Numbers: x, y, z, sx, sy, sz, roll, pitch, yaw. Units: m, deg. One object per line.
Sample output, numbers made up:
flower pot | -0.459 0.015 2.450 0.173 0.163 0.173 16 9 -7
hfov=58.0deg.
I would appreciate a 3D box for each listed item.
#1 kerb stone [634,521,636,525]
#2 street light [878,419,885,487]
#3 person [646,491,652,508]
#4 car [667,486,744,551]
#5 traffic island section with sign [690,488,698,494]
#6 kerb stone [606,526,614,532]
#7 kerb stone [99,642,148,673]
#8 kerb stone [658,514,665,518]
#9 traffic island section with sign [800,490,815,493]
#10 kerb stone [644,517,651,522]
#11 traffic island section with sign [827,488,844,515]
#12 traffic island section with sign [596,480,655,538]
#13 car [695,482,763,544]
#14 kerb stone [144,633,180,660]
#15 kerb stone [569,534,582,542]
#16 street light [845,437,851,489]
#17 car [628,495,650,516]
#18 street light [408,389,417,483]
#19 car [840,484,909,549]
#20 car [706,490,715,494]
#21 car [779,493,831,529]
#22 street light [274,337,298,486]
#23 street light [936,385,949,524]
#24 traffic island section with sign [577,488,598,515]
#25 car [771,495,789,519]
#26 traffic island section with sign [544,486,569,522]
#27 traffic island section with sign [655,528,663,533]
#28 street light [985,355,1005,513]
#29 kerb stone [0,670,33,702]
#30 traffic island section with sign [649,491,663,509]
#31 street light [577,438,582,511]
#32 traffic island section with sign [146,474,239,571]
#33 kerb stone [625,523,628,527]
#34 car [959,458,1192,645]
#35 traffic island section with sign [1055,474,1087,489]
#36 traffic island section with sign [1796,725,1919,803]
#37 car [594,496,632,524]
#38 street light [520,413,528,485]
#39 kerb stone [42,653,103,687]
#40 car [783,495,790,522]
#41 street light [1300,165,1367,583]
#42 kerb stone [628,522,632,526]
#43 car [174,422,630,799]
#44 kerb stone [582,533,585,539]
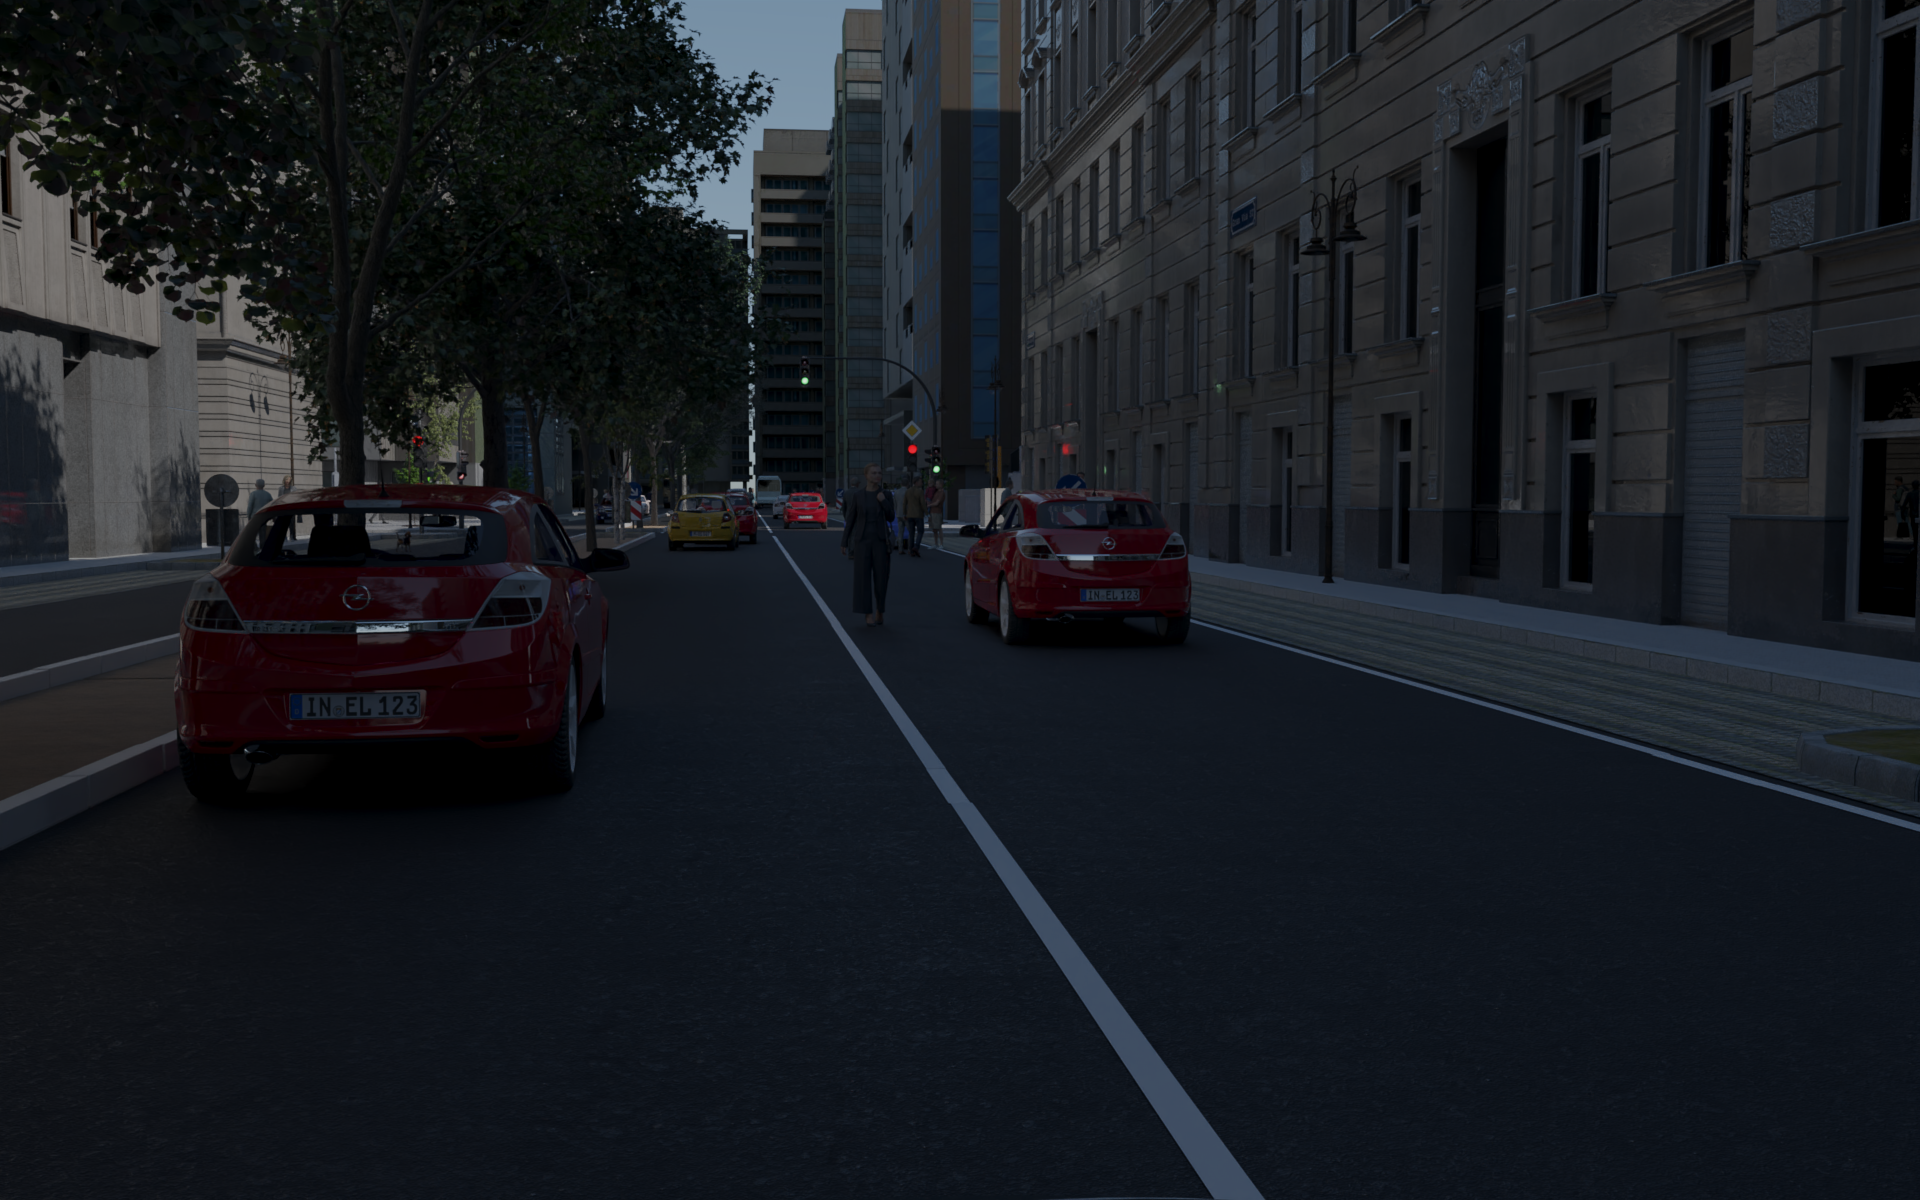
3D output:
kerb stone | -14.978 -3.466 78.889 0.120 0.150 1.000 0 4 -7
street light | -4.824 -8.190 106.689 0.468 5.910 1.993 0 4 -7
person | -30.821 -9.929 171.293 0.683 1.767 0.568 -1 4 -19
car | -6.672 -2.145 45.289 2.015 1.641 3.980 0 4 -5
traffic island section with sign | -21.391 -8.002 138.968 2.006 1.907 1.989 0 4 -7
kerb stone | -13.455 -2.720 66.669 0.120 0.150 1.000 0 4 -7
kerb stone | -6.932 0.487 14.235 0.120 0.150 1.000 0 4 -7
kerb stone | -18.521 -5.209 107.387 0.120 0.150 1.000 0 4 -7
traffic island section with sign | -14.526 -9.764 168.263 1.989 1.847 2.006 0 4 -7
kerb stone | -16.627 -4.277 92.129 0.120 0.150 1.000 0 4 -7
traffic island section with sign | -8.312 -6.707 118.294 1.989 1.847 2.006 0 4 -7
traffic island section with sign | -11.202 -2.992 57.051 2.006 1.907 1.989 0 4 -7
car | -6.883 -2.570 51.052 2.155 1.783 4.494 0 4 -7
kerb stone | -7.061 0.425 15.259 0.120 0.150 1.000 0 4 -7
kerb stone | -11.740 -1.878 52.895 0.120 0.150 1.000 0 4 -7
street light | -9.015 -10.240 140.213 0.468 5.910 1.993 0 4 -7
car | -21.804 -6.347 116.143 2.083 1.381 4.827 -1 4 -9
street light | -20.631 -5.630 64.838 0.468 5.910 1.993 0 4 -7
car | -2.209 -2.242 46.246 1.945 1.707 3.694 0 4 -7
car | -15.208 -5.976 107.294 1.945 1.707 3.694 -1 4 -8
car | -6.441 -3.856 72.093 2.155 1.783 4.494 0 4 -5
street light | -18.455 -4.589 47.812 0.468 5.910 1.993 0 4 -7
street light | -0.765 -6.155 73.429 0.468 5.910 1.993 0 4 -7
traffic island section with sign | -24.610 -6.586 116.313 1.989 1.847 2.006 0 4 -7
car | -9.908 -5.386 100.420 2.083 1.381 4.827 0 4 -5
traffic island section with sign | -21.261 -4.941 89.408 1.989 1.847 2.006 0 4 -7
traffic island section with sign | -12.107 -3.441 64.403 2.006 1.907 1.989 0 4 -7
street light | 1.180 -5.203 57.864 0.468 5.910 1.993 0 4 -7
kerb stone | -6.682 0.617 12.207 0.120 0.150 1.000 0 4 -7
traffic island section with sign | -34.182 -11.290 193.211 1.989 1.847 2.006 0 4 -7
street light | -28.869 -9.698 131.342 0.468 5.910 1.993 0 4 -7
traffic island section with sign | -14.280 -1.506 33.255 1.989 1.847 2.006 0 4 -7
kerb stone | -14.341 -3.157 73.808 0.120 0.150 1.000 0 4 -7
car | 1.116 -0.551 18.046 2.155 1.783 4.494 0 4 -7
traffic island section with sign | 2.018 -1.629 35.265 1.989 1.847 2.006 0 4 -7
traffic island section with sign | 5.343 0.007 8.515 1.989 1.847 2.006 0 4 -7
car | -16.788 -4.389 84.343 1.945 1.354 3.894 -1 4 -8
street light | -24.716 -7.676 98.291 0.468 5.910 1.993 0 4 -7
kerb stone | -6.809 0.549 13.220 0.120 0.150 1.000 0 4 -7
car | -8.181 -4.806 88.807 2.015 1.641 3.980 -1 4 -9
street light | 5.313 -3.182 24.811 0.468 5.910 1.993 0 4 -7
kerb stone | -14.849 -3.405 77.874 0.120 0.150 1.000 0 4 -7
car | -2.968 -0.042 9.727 2.155 1.783 4.494 -1 4 -8
kerb stone | -11.869 -1.932 53.910 0.120 0.150 1.000 0 4 -7
